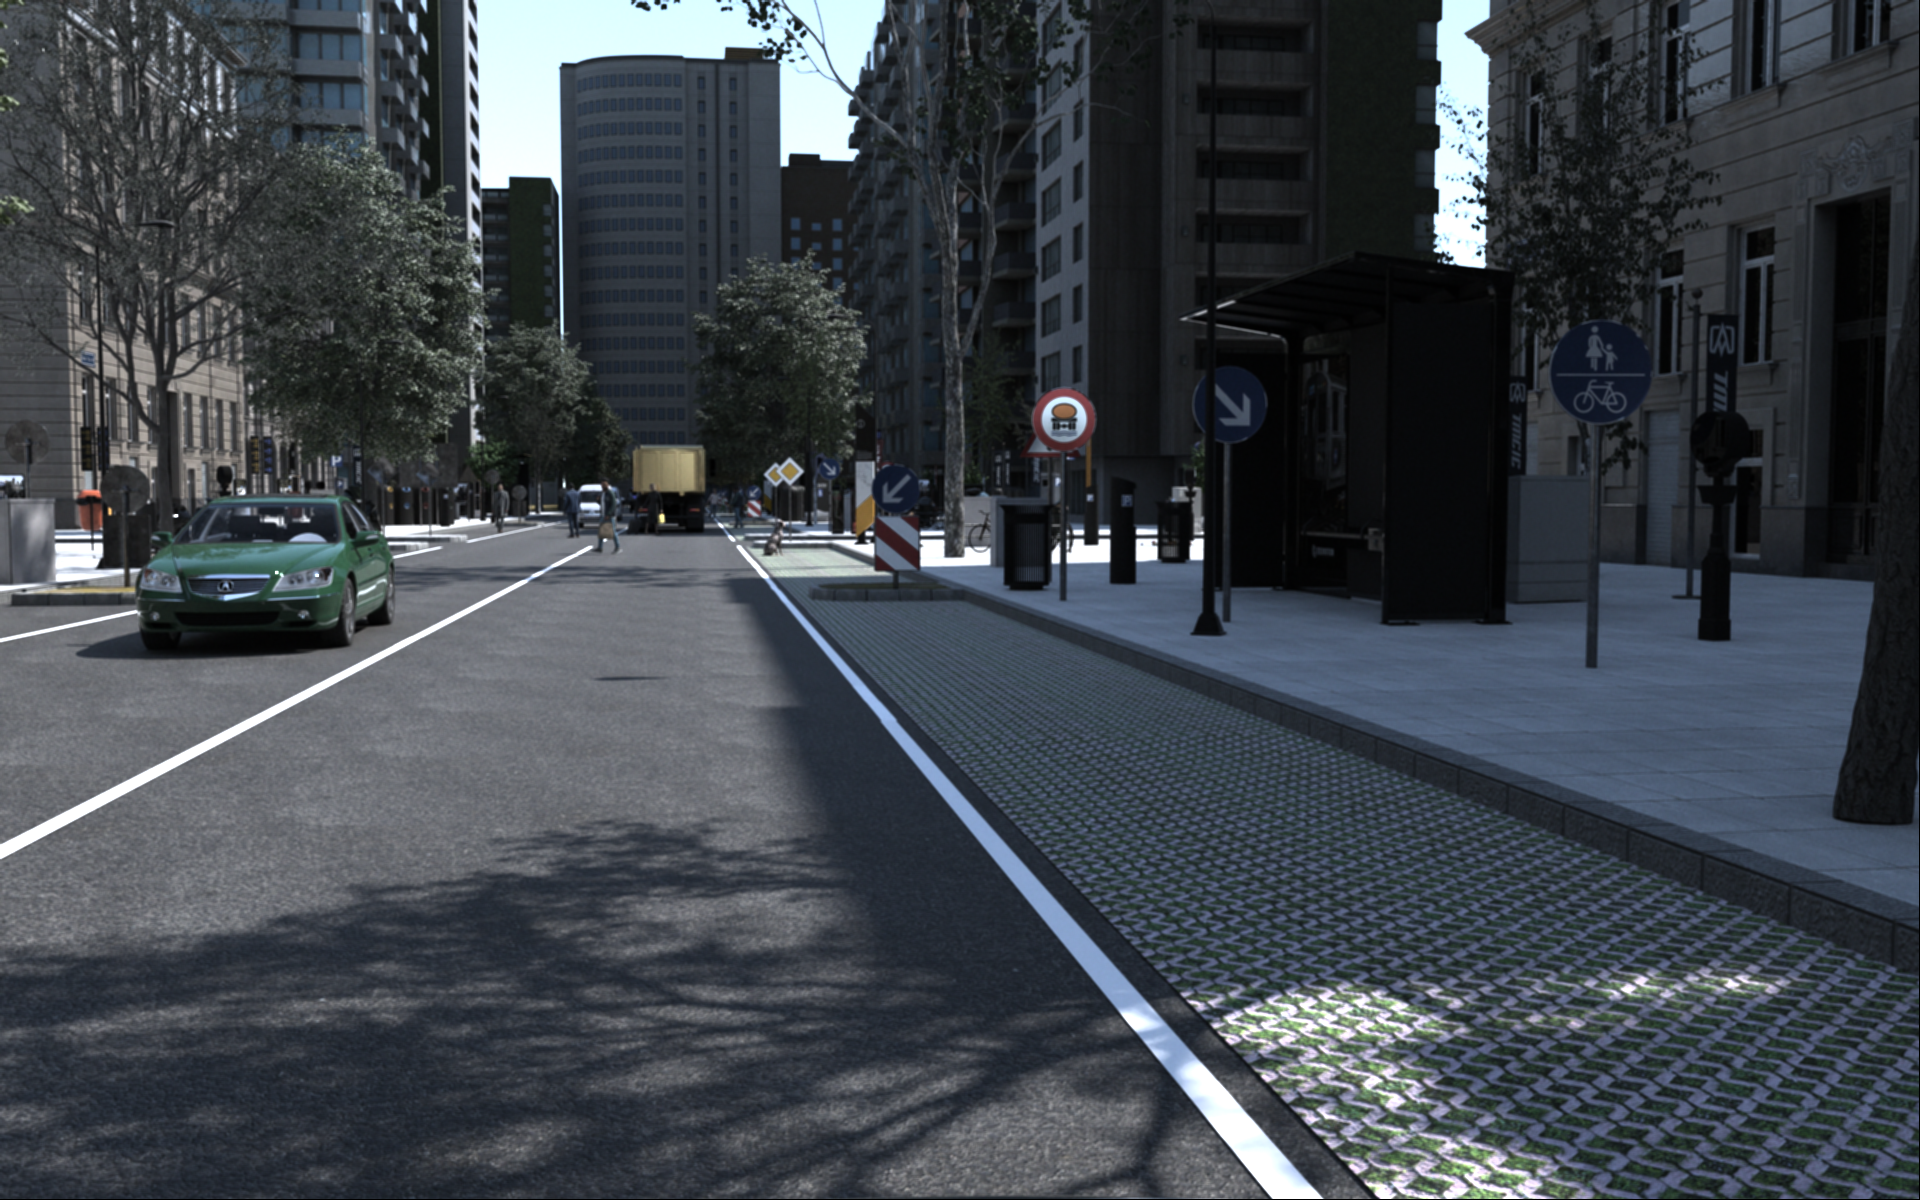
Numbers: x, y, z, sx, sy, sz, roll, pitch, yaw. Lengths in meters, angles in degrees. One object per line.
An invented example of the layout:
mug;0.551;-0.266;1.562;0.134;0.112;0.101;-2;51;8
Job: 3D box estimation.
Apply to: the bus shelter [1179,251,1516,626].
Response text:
bus shelter;4.195;-1.754;19.964;1.731;3.624;6.357;-1;4;-9

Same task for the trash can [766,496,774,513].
trash can;-12.516;-6.294;114.554;0.748;1.137;0.748;0;3;0

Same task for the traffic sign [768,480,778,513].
traffic sign;-10.989;-6.091;101.713;0.606;2.300;0.079;0;4;0

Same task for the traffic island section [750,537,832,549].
traffic island section;-4.535;-1.482;46.504;2.009;0.180;2.903;-1;4;-9

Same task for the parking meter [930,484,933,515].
parking meter;-1.650;-5.546;96.383;0.255;1.863;0.399;0;4;-7

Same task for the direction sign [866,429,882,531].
direction sign;-3.158;-4.171;60.195;0.876;3.537;0.379;0;4;-8

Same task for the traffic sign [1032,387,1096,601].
traffic sign;1.243;-1.265;20.784;0.768;2.556;0.104;0;4;0

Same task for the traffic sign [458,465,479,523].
traffic sign;-21.823;-4.704;76.915;0.884;2.594;0.081;0;4;-7

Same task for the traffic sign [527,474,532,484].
traffic sign;-26.797;-6.523;106.762;0.768;2.556;0.104;0;4;-8

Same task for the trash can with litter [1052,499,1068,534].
trash can with litter;2.932;-2.705;55.619;1.055;1.170;0.624;0;4;1

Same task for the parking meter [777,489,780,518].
parking meter;-9.818;-5.250;94.246;0.372;1.533;0.369;0;3;0

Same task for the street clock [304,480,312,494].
street clock;-34.189;-5.279;90.886;0.358;2.002;0.471;0;4;-2

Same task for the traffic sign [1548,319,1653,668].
traffic sign;4.669;-0.772;12.728;0.768;2.556;0.104;0;4;-2

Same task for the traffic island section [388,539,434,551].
traffic island section;-14.955;-1.384;44.912;2.009;0.180;2.903;-1;4;-9

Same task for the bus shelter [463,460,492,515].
bus shelter;-29.764;-7.148;108.153;1.731;3.624;6.357;-1;4;-9

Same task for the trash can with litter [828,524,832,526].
trash can with litter;-4.704;-3.684;71.295;1.678;1.210;2.233;3;5;42

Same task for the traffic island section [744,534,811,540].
traffic island section;-5.750;-1.964;54.396;2.009;0.180;2.903;-1;4;-9

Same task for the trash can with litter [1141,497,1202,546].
trash can with litter;5.376;-1.982;43.465;1.678;1.210;2.233;0;4;7

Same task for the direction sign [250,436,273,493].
direction sign;-27.240;-4.623;67.588;0.379;3.537;0.876;3;5;39

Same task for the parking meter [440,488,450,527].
parking meter;-20.316;-3.663;68.305;0.372;1.533;0.369;0;3;0

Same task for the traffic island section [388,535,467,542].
traffic island section;-16.169;-1.867;52.804;2.009;0.180;2.903;-1;4;-9

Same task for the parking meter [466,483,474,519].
parking meter;-25.114;-5.080;88.766;0.399;1.863;0.255;-1;4;-18

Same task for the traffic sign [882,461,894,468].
traffic sign;-2.818;-4.121;67.481;0.768;2.556;0.104;0;4;-5

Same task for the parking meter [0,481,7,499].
parking meter;-18.023;-1.466;32.380;0.372;1.533;0.369;0;3;0

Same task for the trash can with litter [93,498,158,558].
trash can with litter;-16.296;-1.473;35.145;2.233;1.210;1.678;1;4;22

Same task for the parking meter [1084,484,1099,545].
parking meter;3.297;-2.142;43.441;0.372;1.533;0.369;0;3;0

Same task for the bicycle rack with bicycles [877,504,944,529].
bicycle rack with bicycles;-1.173;-3.025;62.846;2.925;0.926;2.852;1;4;16

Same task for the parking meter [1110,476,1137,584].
parking meter;2.337;-1.003;24.808;0.372;1.533;0.369;0;3;0

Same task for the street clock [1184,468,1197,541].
street clock;6.302;-2.617;47.366;0.358;2.002;0.471;1;4;20

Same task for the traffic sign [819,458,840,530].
traffic sign;-4.627;-3.757;61.535;0.768;2.556;0.104;0;4;-2

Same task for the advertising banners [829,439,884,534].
advertising banners;-3.304;-3.620;55.373;2.074;3.025;0.090;2;4;29

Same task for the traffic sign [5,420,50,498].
traffic sign;-16.011;-1.814;29.758;0.768;2.556;0.104;0;4;0

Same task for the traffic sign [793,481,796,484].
traffic sign;-10.358;-6.461;105.740;0.768;2.556;0.104;0;3;0

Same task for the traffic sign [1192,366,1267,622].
traffic sign;2.676;-1.052;17.311;0.768;2.556;0.104;-1;4;-8

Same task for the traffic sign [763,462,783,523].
traffic sign;-5.772;-3.099;54.316;0.795;2.450;0.064;-1;4;-9

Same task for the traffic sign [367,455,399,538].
traffic sign;-14.933;-2.521;44.853;0.795;2.450;0.064;-1;4;-9

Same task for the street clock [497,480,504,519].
street clock;-23.944;-5.245;90.324;0.358;2.002;0.471;0;4;-1

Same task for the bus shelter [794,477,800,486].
bus shelter;-11.715;-7.819;121.764;2.014;3.302;5.546;-1;4;-9

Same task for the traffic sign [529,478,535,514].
traffic sign;-27.887;-6.744;112.392;0.606;2.300;0.079;0;4;-7

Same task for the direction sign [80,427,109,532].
direction sign;-29.162;-4.064;58.436;0.876;3.537;0.379;0;4;-6

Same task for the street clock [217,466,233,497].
street clock;-18.878;-2.443;44.507;0.471;2.002;0.358;3;5;44

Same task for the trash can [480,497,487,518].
trash can;-24.921;-4.786;89.909;0.748;1.137;0.748;0;3;0

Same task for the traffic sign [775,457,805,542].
traffic sign;-4.557;-2.617;46.423;0.795;2.450;0.064;-1;4;-9

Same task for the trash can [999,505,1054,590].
trash can;0.891;-0.708;23.231;0.748;1.137;0.748;0;3;0

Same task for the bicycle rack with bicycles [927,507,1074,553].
bicycle rack with bicycles;1.363;-1.489;37.729;2.925;0.926;2.852;-3;5;-39

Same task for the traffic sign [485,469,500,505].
traffic sign;-24.000;-5.432;88.919;0.768;2.556;0.104;0;4;-5

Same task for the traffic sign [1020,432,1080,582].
traffic sign;1.304;-1.539;25.162;0.884;2.594;0.081;0;4;-2

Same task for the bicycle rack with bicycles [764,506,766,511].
bicycle rack with bicycles;-13.020;-7.012;128.027;2.925;0.926;2.852;-1;4;-12

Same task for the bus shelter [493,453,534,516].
bus shelter;-26.364;-6.814;102.691;1.731;3.624;6.357;-1;4;-9

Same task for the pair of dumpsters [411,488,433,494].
pair of dumpsters;-25.592;-4.898;82.568;1.574;2.255;4.437;-1;4;-9

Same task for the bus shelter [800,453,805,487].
bus shelter;-8.656;-6.733;101.366;1.731;3.624;6.357;-1;4;-9

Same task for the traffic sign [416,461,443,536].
traffic sign;-16.147;-3.003;52.746;0.795;2.450;0.064;-1;4;-9

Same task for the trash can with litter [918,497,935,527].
trash can with litter;-1.371;-3.407;67.090;0.624;1.170;1.055;1;4;13

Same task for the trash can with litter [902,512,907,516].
trash can with litter;-3.219;-5.020;93.140;1.678;1.210;2.233;1;4;23

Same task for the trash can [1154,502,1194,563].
trash can;3.992;-1.265;32.334;0.748;1.137;0.748;0;3;0

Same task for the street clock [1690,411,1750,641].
street clock;6.624;-0.647;15.152;0.358;2.002;0.471;-1;4;-20

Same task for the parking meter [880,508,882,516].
parking meter;-3.876;-4.873;88.090;0.372;1.533;0.369;0;3;0

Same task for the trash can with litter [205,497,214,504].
trash can with litter;-24.299;-2.789;56.980;1.055;1.170;0.624;0;4;2

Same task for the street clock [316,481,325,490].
street clock;-36.058;-5.697;97.723;0.358;2.002;0.471;1;4;18

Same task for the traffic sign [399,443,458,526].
traffic sign;-21.182;-4.598;69.046;2.265;3.308;0.079;0;4;-7
